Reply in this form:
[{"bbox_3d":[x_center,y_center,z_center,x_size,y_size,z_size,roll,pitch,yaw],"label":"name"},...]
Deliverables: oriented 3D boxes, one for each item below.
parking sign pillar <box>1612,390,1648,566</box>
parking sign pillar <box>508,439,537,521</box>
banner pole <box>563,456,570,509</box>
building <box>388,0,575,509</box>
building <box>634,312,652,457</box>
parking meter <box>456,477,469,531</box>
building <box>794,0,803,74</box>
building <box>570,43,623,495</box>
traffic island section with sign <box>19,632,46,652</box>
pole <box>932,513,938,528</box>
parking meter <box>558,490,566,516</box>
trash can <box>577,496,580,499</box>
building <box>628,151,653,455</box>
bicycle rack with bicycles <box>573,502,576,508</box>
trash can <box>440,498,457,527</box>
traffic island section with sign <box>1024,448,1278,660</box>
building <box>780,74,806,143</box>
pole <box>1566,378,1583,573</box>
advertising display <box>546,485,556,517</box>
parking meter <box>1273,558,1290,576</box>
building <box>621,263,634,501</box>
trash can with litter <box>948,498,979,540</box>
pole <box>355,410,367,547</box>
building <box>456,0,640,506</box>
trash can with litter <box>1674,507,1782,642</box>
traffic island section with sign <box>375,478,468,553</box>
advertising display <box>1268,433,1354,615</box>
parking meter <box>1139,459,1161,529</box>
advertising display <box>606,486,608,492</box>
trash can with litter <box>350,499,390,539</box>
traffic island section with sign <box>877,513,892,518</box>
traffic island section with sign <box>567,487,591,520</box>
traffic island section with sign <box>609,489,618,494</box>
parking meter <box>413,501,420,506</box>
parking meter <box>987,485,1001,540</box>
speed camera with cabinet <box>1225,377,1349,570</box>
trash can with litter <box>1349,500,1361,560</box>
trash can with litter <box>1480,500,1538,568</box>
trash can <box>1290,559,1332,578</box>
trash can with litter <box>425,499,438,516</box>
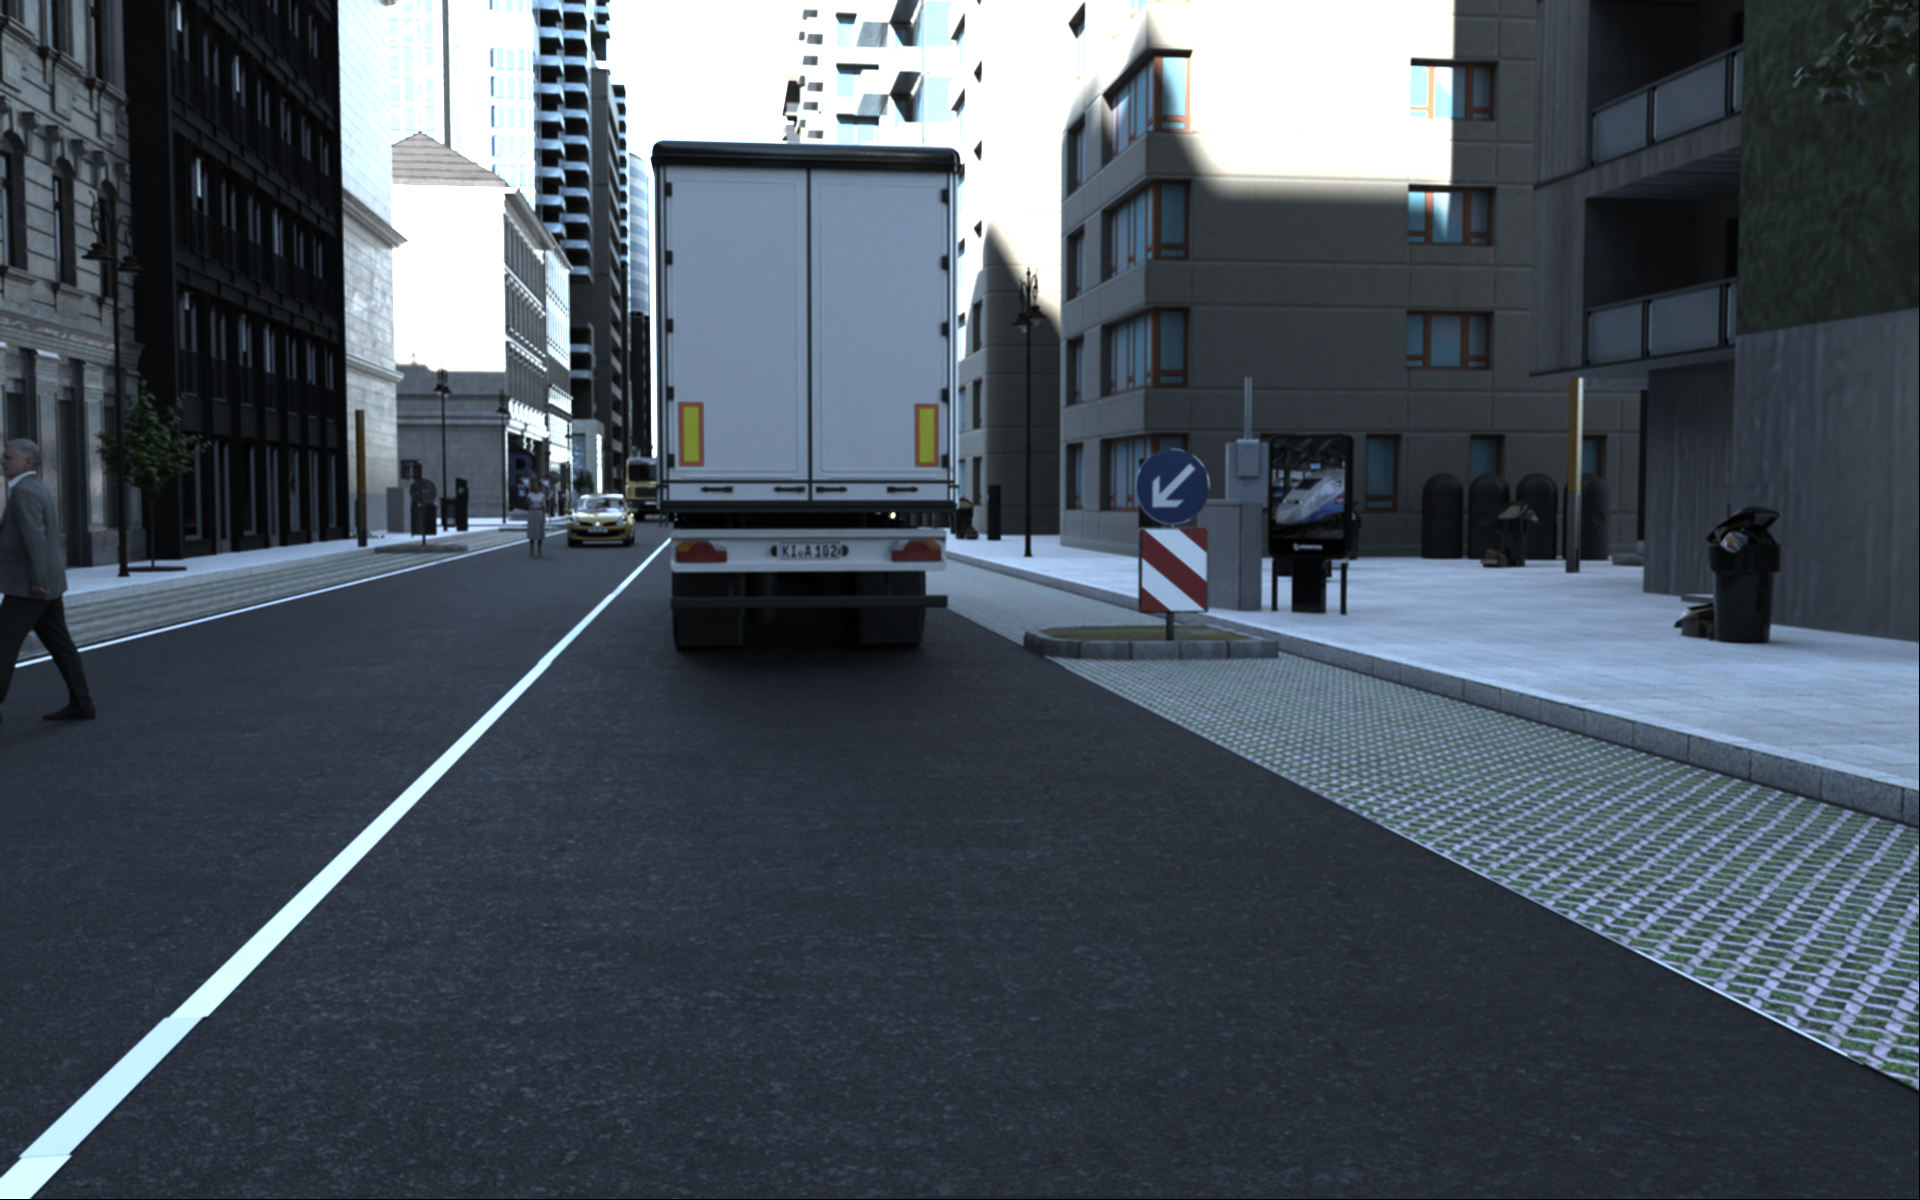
[{"bbox_3d":[12.550,-2.612,31.172,1.447,3.967,1.447,2,4,30],"label":"parking sign pillar"},{"bbox_3d":[-21.154,-5.827,83.741,1.447,3.967,1.447,0,4,-3],"label":"parking sign pillar"},{"bbox_3d":[-26.041,-7.625,114.680,0.401,3.779,0.863,1,4,22],"label":"banner pole"},{"bbox_3d":[-44.529,-51.875,160.827,22.319,86.520,31.000,0,4,-8],"label":"building"},{"bbox_3d":[-55.266,-30.424,269.138,14.160,30.474,14.107,0,4,-8],"label":"building"},{"bbox_3d":[-17.289,-3.331,60.179,0.399,1.863,0.255,0,4,-6],"label":"parking meter"},{"bbox_3d":[-11.092,-54.894,210.181,22.319,86.520,31.000,0,4,-8],"label":"building"},{"bbox_3d":[-48.261,-34.530,188.259,21.300,48.544,21.600,0,4,-8],"label":"building"},{"bbox_3d":[-9.454,-0.446,15.913,1.989,1.847,2.006,0,4,-8],"label":"traffic island section with sign"},{"bbox_3d":[-0.858,-4.036,59.839,0.158,3.312,0.155,0,3,0],"label":"pole"},{"bbox_3d":[-26.583,-6.579,115.978,0.372,1.533,0.369,0,3,0],"label":"parking meter"},{"bbox_3d":[-25.837,-6.544,118.645,0.748,1.137,0.748,0,3,0],"label":"trash can"},{"bbox_3d":[-62.733,-45.724,289.577,21.231,58.520,28.212,0,4,-8],"label":"building"},{"bbox_3d":[-31.589,-7.784,140.652,2.852,0.926,2.925,1,4,14],"label":"bicycle rack with bicycles"},{"bbox_3d":[-19.827,-3.398,67.215,0.748,1.137,0.748,0,3,0],"label":"trash can"},{"bbox_3d":[1.638,-0.440,15.815,1.989,1.847,2.006,0,4,-8],"label":"traffic island section with sign"},{"bbox_3d":[-7.347,-32.201,181.111,22.147,44.769,28.867,0,4,-8],"label":"building"},{"bbox_3d":[10.016,-2.102,28.217,0.158,3.312,0.155,0,3,0],"label":"pole"},{"bbox_3d":[-22.673,-5.553,96.013,0.123,1.923,0.974,-3,4,-37],"label":"advertising display"},{"bbox_3d":[5.090,-1.143,27.101,0.372,1.533,0.369,0,3,0],"label":"parking meter"},{"bbox_3d":[-47.011,-26.635,207.185,14.160,30.474,14.107,0,4,-8],"label":"building"},{"bbox_3d":[0.245,-2.315,49.236,0.624,1.170,1.055,-2,4,-26],"label":"trash can with litter"},{"bbox_3d":[-14.554,-2.951,42.088,0.158,3.312,0.155,0,3,0],"label":"pole"},{"bbox_3d":[-56.659,-56.992,244.498,22.319,86.520,31.000,0,4,-8],"label":"building"},{"bbox_3d":[6.706,-0.237,15.269,0.624,1.170,1.055,-1,4,-13],"label":"trash can with litter"},{"bbox_3d":[-13.221,-2.080,42.637,1.989,1.847,2.006,0,4,-8],"label":"traffic island section with sign"},{"bbox_3d":[3.776,-0.825,18.697,0.974,1.923,0.123,3,5,42],"label":"advertising display"},{"bbox_3d":[3.156,-1.408,28.733,0.255,1.863,0.399,2,4,32],"label":"parking meter"},{"bbox_3d":[-29.728,-8.607,145.935,0.123,1.923,0.974,-1,4,-11],"label":"advertising display"},{"bbox_3d":[-17.322,-2.417,50.568,1.678,1.210,2.233,0,4,-6],"label":"trash can with litter"},{"bbox_3d":[-2.202,-2.105,43.045,1.989,1.847,2.006,0,4,-8],"label":"traffic island section with sign"},{"bbox_3d":[-20.792,-5.363,96.311,1.989,1.847,2.006,0,4,-8],"label":"traffic island section with sign"},{"bbox_3d":[-24.598,-7.010,123.246,1.989,1.847,2.006,0,4,-8],"label":"traffic island section with sign"},{"bbox_3d":[-19.204,-3.224,61.125,0.372,1.533,0.369,0,3,0],"label":"parking meter"},{"bbox_3d":[0.949,-2.429,48.122,0.372,1.533,0.369,0,3,0],"label":"parking meter"},{"bbox_3d":[5.575,-2.151,29.509,2.038,3.252,0.660,0,4,4],"label":"speed camera with cabinet"},{"bbox_3d":[7.290,-1.374,33.845,1.055,1.170,0.624,2,4,33],"label":"trash can with litter"},{"bbox_3d":[9.655,-1.169,30.500,1.055,1.170,0.624,-3,5,-44],"label":"trash can with litter"},{"bbox_3d":[5.187,-0.852,25.586,0.748,1.137,0.748,0,3,0],"label":"trash can"},{"bbox_3d":[-22.991,-3.855,74.413,1.055,1.170,0.624,-1,4,-18],"label":"trash can with litter"}]
